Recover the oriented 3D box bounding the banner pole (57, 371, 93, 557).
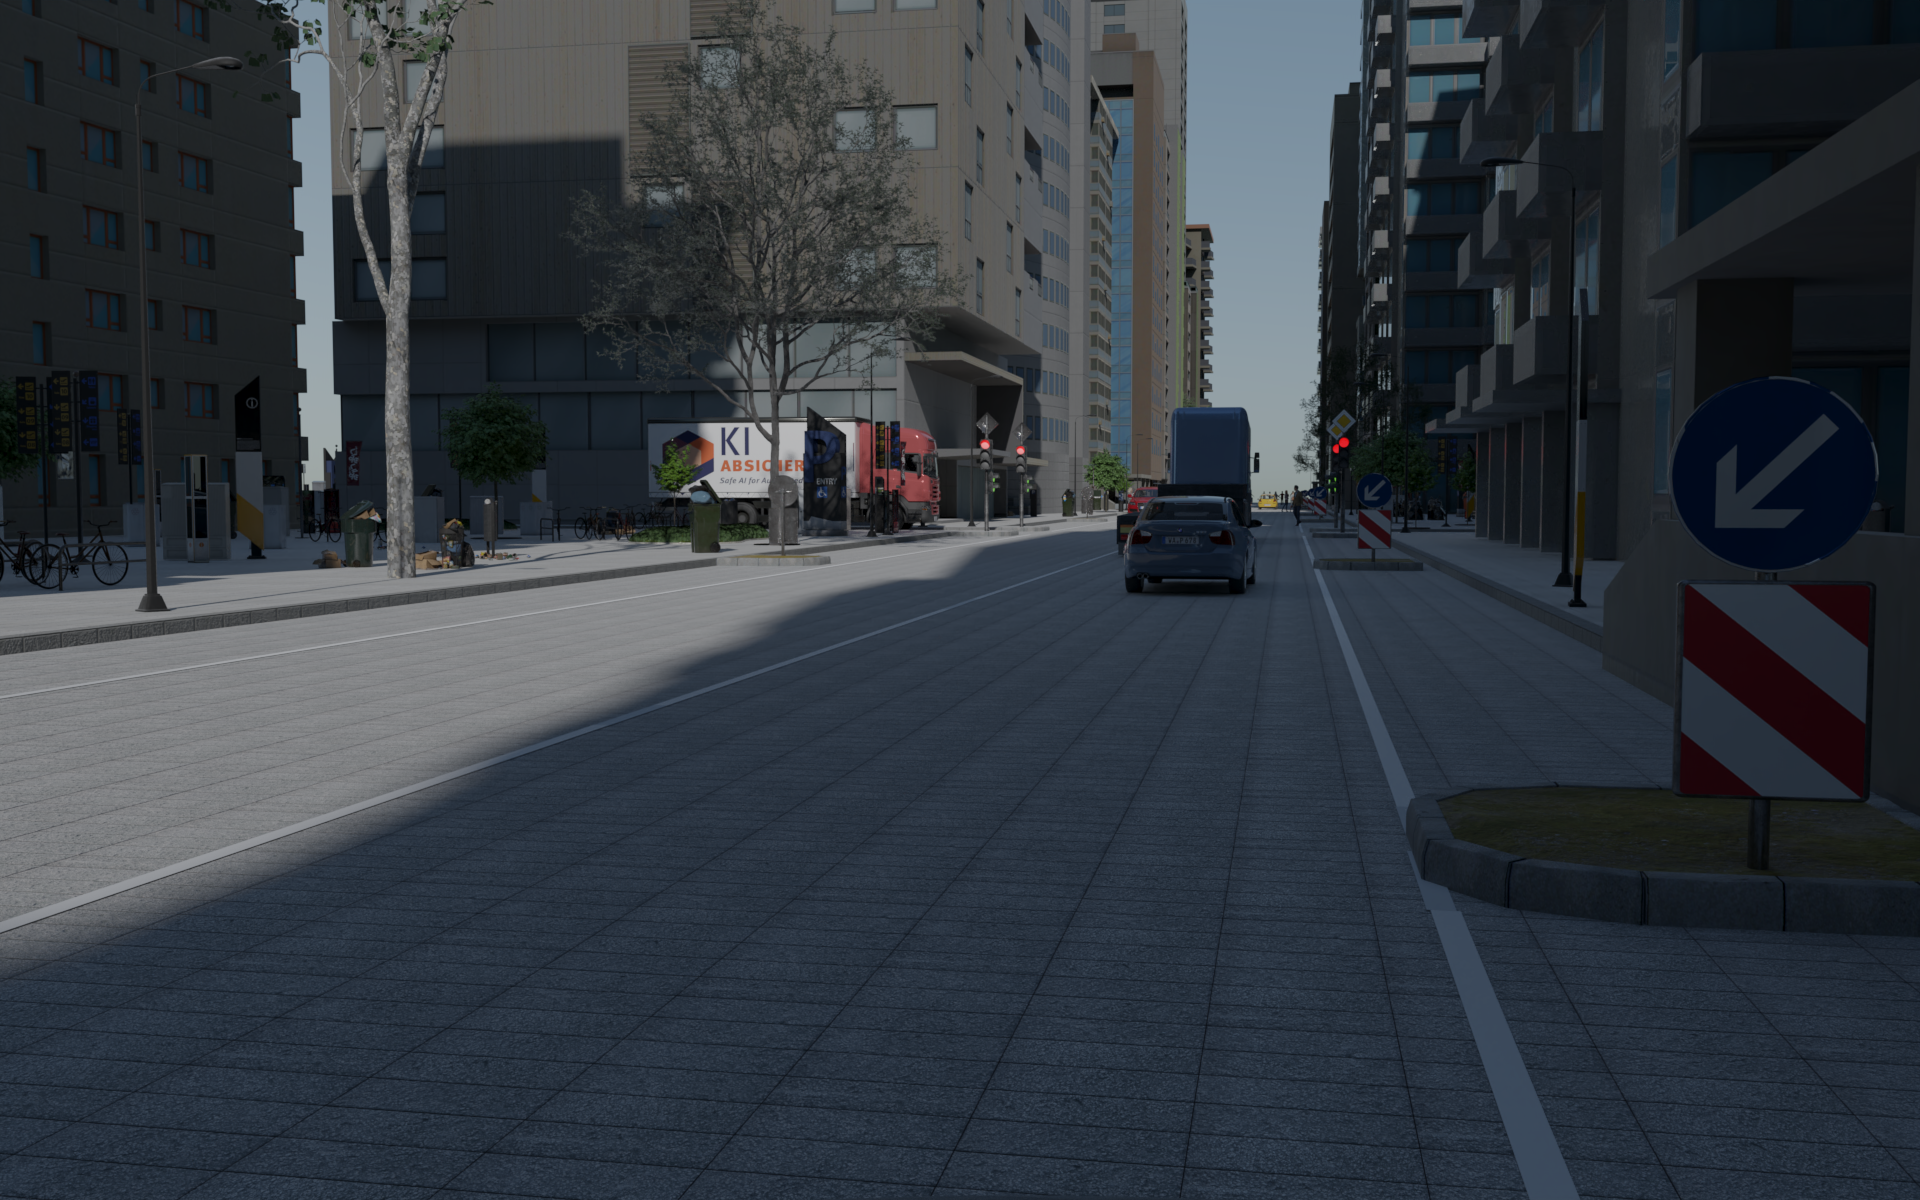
[{"bbox_3d":[-18.147,-2.773,35.353,0.863,3.779,0.401,2,4,24],"label":"banner pole"}]

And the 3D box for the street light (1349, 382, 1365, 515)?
[{"bbox_3d":[17.014,-6.082,71.987,1.470,5.913,1.316,1,4,11],"label":"street light"}]

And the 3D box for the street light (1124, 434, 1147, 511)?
[{"bbox_3d":[13.397,-9.851,133.597,1.470,5.913,1.316,1,4,11],"label":"street light"}]

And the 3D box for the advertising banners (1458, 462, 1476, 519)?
[{"bbox_3d":[26.156,-5.688,89.183,0.090,3.025,2.074,-1,4,-13],"label":"advertising banners"}]

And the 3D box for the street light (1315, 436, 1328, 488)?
[{"bbox_3d":[30.961,-10.632,146.373,1.470,5.913,1.316,1,4,11],"label":"street light"}]

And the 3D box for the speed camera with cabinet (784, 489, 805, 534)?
[{"bbox_3d":[-5.007,-3.747,55.595,2.038,3.252,0.660,-1,4,-19],"label":"speed camera with cabinet"}]

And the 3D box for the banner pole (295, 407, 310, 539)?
[{"bbox_3d":[-19.151,-3.685,50.273,0.401,3.779,0.863,-2,4,-24],"label":"banner pole"}]

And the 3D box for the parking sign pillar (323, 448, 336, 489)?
[{"bbox_3d":[-36.725,-6.904,101.357,1.447,3.967,1.447,0,4,7],"label":"parking sign pillar"}]

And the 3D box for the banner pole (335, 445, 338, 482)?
[{"bbox_3d":[-31.531,-5.969,87.609,0.401,3.779,0.863,-1,4,-12],"label":"banner pole"}]

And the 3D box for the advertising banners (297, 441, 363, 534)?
[{"bbox_3d":[-20.537,-3.688,56.490,2.074,3.025,0.090,-2,4,-28],"label":"advertising banners"}]

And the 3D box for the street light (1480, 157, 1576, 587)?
[{"bbox_3d":[7.867,-3.144,23.953,1.470,5.913,1.316,1,4,11],"label":"street light"}]

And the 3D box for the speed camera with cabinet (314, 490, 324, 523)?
[{"bbox_3d":[-29.486,-5.071,77.250,2.038,3.252,0.660,0,4,-7],"label":"speed camera with cabinet"}]

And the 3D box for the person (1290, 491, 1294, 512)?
[{"bbox_3d":[26.859,-7.963,139.700,0.512,1.701,0.522,1,4,13],"label":"person"}]

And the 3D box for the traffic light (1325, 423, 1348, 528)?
[{"bbox_3d":[14.177,-4.670,65.282,0.839,4.253,0.868,1,4,11],"label":"traffic light"}]

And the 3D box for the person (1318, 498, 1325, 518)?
[{"bbox_3d":[21.457,-5.728,102.708,0.362,1.759,0.519,3,5,40],"label":"person"}]

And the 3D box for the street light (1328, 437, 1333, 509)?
[{"bbox_3d":[23.251,-8.114,105.202,1.470,5.913,1.316,1,4,11],"label":"street light"}]

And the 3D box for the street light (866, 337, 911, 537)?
[{"bbox_3d":[-2.099,-4.823,51.395,1.470,5.913,1.316,1,4,11],"label":"street light"}]

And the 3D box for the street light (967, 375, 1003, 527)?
[{"bbox_3d":[0.992,-5.829,67.843,1.470,5.913,1.316,1,4,11],"label":"street light"}]

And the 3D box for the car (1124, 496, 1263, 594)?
[{"bbox_3d":[3.547,-0.874,26.298,2.014,1.417,4.499,1,4,13],"label":"car"}]

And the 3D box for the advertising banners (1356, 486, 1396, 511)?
[{"bbox_3d":[20.015,-5.294,82.752,2.074,3.025,0.090,1,4,12],"label":"advertising banners"}]

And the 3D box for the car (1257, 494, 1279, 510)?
[{"bbox_3d":[28.425,-9.145,159.750,2.015,1.641,3.980,1,4,12],"label":"car"}]

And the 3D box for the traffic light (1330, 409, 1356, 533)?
[{"bbox_3d":[12.692,-4.191,57.435,0.839,4.253,0.868,1,4,11],"label":"traffic light"}]

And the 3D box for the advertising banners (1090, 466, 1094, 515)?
[{"bbox_3d":[8.112,-6.747,106.496,0.090,3.025,2.074,1,4,12],"label":"advertising banners"}]

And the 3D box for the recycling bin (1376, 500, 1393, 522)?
[{"bbox_3d":[19.591,-4.125,79.995,0.722,1.027,0.722,0,4,6],"label":"recycling bin"}]

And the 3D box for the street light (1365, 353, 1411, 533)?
[{"bbox_3d":[14.190,-5.174,57.141,1.470,5.913,1.316,1,4,11],"label":"street light"}]

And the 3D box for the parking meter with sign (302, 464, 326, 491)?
[{"bbox_3d":[-36.880,-6.324,99.655,1.738,3.016,0.543,0,4,-7],"label":"parking meter with sign"}]

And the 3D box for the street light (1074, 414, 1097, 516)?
[{"bbox_3d":[7.249,-7.848,100.863,1.470,5.913,1.316,1,4,11],"label":"street light"}]

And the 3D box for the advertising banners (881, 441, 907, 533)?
[{"bbox_3d":[-2.135,-3.705,56.760,0.090,3.025,2.074,1,4,20],"label":"advertising banners"}]

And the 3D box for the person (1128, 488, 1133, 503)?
[{"bbox_3d":[9.668,-5.425,97.375,0.526,1.800,0.537,3,4,36],"label":"person"}]

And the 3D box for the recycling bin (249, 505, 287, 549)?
[{"bbox_3d":[-16.255,-1.719,40.653,0.722,1.027,0.722,-1,4,-11],"label":"recycling bin"}]

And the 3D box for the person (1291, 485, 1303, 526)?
[{"bbox_3d":[15.200,-4.262,78.091,0.656,1.842,0.836,2,4,29],"label":"person"}]

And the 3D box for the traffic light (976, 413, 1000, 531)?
[{"bbox_3d":[0.935,-4.325,59.636,0.839,4.253,0.868,1,4,11],"label":"traffic light"}]

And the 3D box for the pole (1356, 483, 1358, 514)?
[{"bbox_3d":[25.354,-7.124,110.325,0.158,3.312,0.155,0,3,0],"label":"pole"}]

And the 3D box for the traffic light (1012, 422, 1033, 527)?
[{"bbox_3d":[2.420,-4.805,67.482,0.839,4.253,0.868,1,4,11],"label":"traffic light"}]

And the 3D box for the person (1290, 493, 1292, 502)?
[{"bbox_3d":[50.981,-15.685,266.426,0.415,1.643,0.593,2,4,33],"label":"person"}]

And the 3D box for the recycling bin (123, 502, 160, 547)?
[{"bbox_3d":[-20.006,-1.821,42.334,0.722,1.027,0.722,-2,4,-34],"label":"recycling bin"}]

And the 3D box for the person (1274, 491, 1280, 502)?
[{"bbox_3d":[34.716,-11.065,190.135,0.721,1.736,1.217,-3,5,-42],"label":"person"}]

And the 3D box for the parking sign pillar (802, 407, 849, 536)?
[{"bbox_3d":[-4.142,-3.951,53.069,1.447,3.967,1.447,1,4,22],"label":"parking sign pillar"}]

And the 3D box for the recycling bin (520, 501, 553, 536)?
[{"bbox_3d":[-13.201,-2.531,53.938,0.722,1.027,0.722,2,4,34],"label":"recycling bin"}]

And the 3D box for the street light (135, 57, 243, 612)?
[{"bbox_3d":[-8.307,-2.821,18.673,1.470,5.913,1.316,1,4,11],"label":"street light"}]

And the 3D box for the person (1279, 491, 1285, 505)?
[{"bbox_3d":[41.448,-13.114,222.875,1.348,1.831,0.705,0,4,-5],"label":"person"}]

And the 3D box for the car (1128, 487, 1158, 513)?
[{"bbox_3d":[9.967,-5.008,90.553,2.281,1.827,5.304,1,4,12],"label":"car"}]

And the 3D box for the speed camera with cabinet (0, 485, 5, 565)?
[{"bbox_3d":[-16.790,-2.139,29.309,0.660,3.252,2.038,-1,4,-16],"label":"speed camera with cabinet"}]

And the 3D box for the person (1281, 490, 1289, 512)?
[{"bbox_3d":[25.913,-7.880,137.929,0.643,1.750,0.593,1,4,21],"label":"person"}]

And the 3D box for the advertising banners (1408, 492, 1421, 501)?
[{"bbox_3d":[27.580,-6.727,106.180,0.090,3.025,2.074,-1,4,-21],"label":"advertising banners"}]

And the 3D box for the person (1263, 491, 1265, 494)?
[{"bbox_3d":[41.648,-13.988,237.218,1.348,1.822,0.705,0,4,4],"label":"person"}]

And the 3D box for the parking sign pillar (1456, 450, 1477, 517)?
[{"bbox_3d":[28.442,-6.612,96.585,1.447,3.967,1.447,0,4,3],"label":"parking sign pillar"}]
